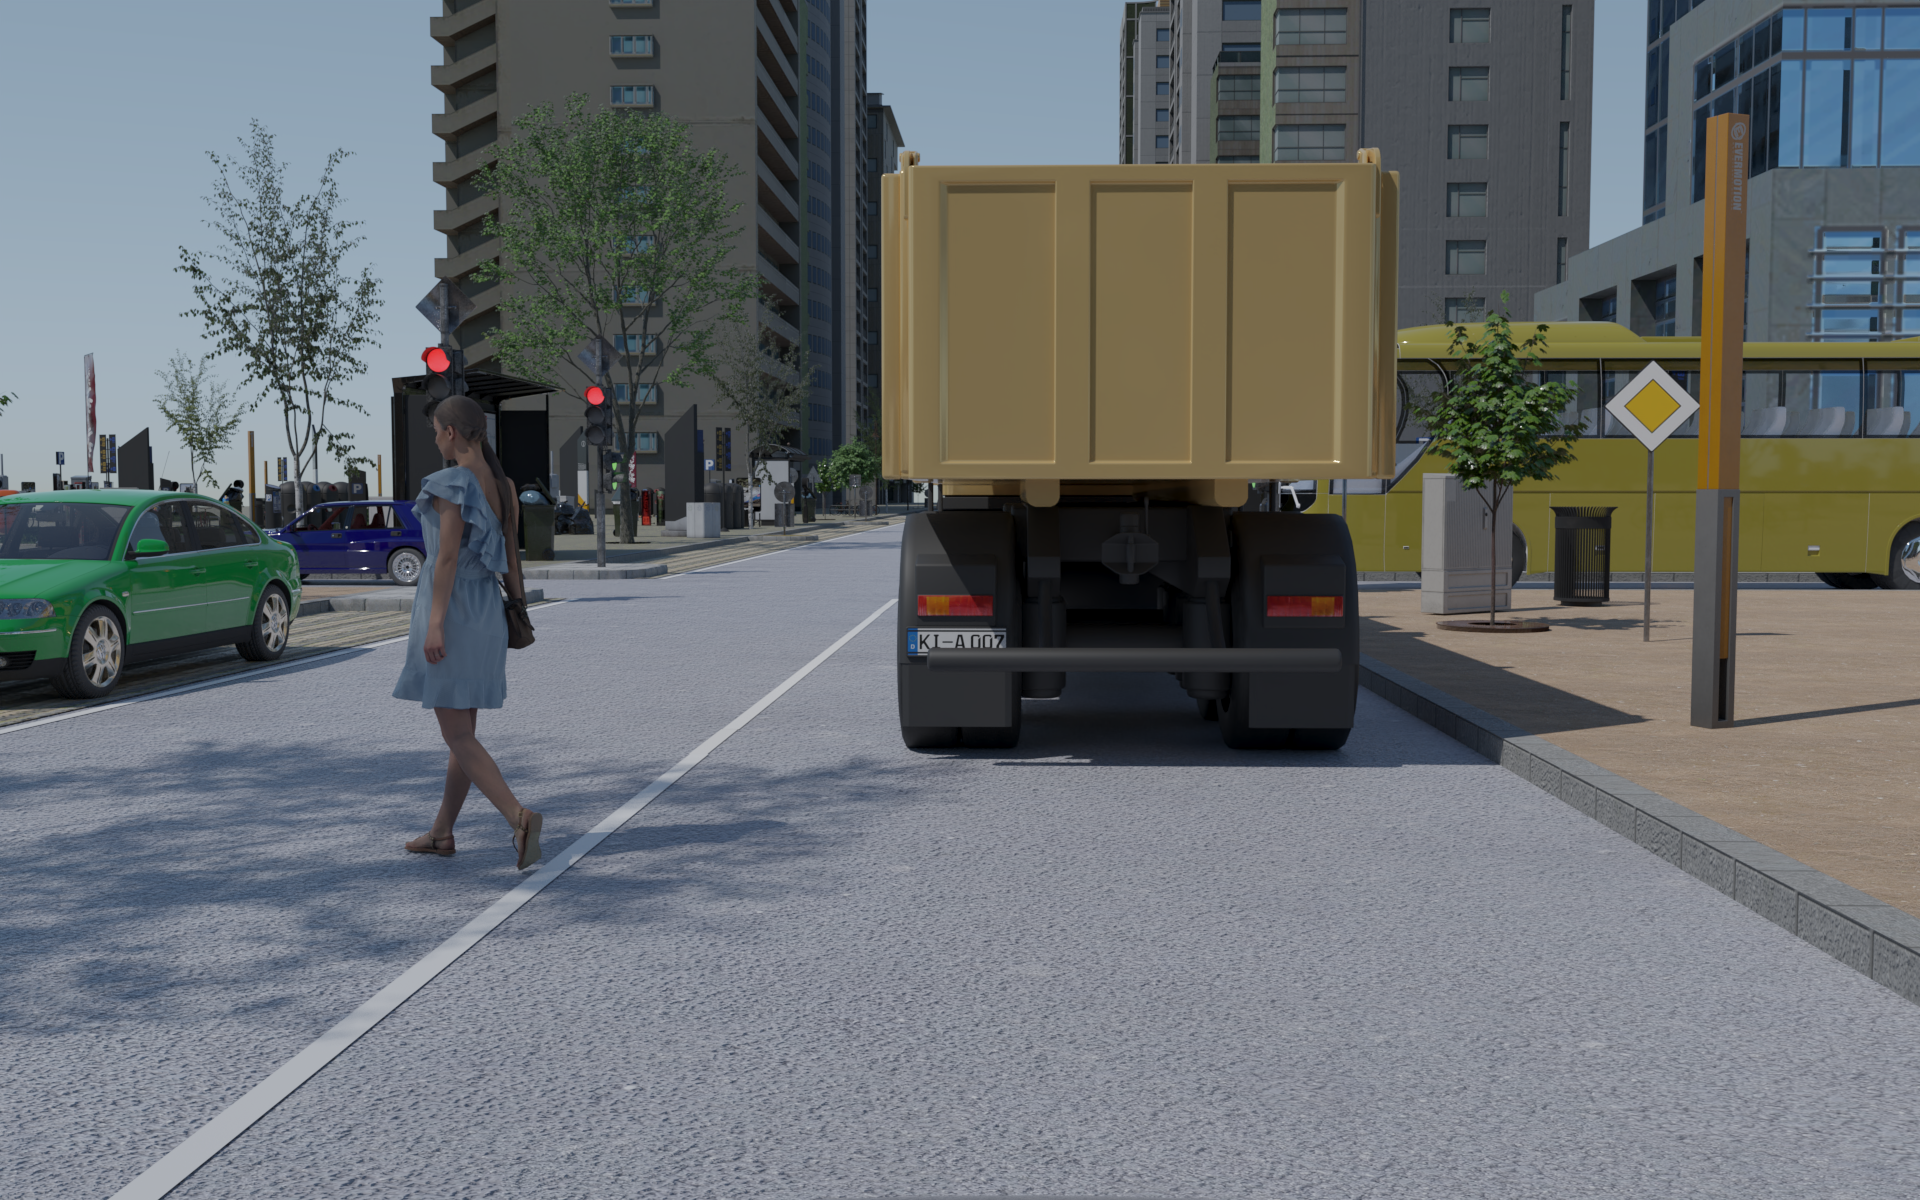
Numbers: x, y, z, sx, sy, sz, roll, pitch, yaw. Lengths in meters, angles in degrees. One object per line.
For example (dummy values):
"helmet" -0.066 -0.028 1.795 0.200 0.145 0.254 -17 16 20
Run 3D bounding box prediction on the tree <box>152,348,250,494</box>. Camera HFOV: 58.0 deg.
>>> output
"tree" -38.798 -8.432 88.221 4.737 8.622 4.395 0 3 0

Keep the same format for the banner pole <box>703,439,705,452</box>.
"banner pole" -11.895 -5.441 78.972 0.863 3.779 0.401 1 4 22

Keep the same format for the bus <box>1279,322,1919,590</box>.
"bus" 10.652 -2.062 25.262 12.252 3.916 2.896 0 4 1

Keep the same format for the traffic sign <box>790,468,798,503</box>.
"traffic sign" -8.204 -5.110 83.647 0.768 2.556 0.104 0 4 8

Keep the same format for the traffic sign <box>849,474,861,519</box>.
"traffic sign" -5.486 -5.405 90.494 0.606 2.300 0.079 1 4 9

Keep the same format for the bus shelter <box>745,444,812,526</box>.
"bus shelter" -7.519 -4.790 72.237 2.014 3.302 5.546 0 4 2

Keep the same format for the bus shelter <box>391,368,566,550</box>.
"bus shelter" -9.741 -2.708 35.553 1.731 3.624 6.357 0 4 2

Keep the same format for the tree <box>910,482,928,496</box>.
"tree" -3.663 -9.892 156.337 1.663 3.219 1.824 0 3 0

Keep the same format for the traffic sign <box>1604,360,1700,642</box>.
"traffic sign" 5.959 -0.843 14.972 0.795 2.450 0.064 1 4 10

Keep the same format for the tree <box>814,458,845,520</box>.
"tree" -6.696 -5.527 84.974 1.663 3.219 1.824 0 3 0

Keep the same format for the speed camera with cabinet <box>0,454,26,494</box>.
"speed camera with cabinet" -47.087 -5.587 85.679 0.660 3.252 2.038 0 4 6

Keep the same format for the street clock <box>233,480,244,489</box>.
"street clock" -36.193 -5.039 86.952 0.471 2.002 0.358 1 4 11

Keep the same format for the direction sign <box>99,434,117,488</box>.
"direction sign" -32.277 -4.506 65.674 0.876 3.537 0.379 2 4 26

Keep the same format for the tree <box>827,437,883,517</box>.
"tree" -5.934 -6.900 96.522 4.285 4.588 4.351 0 3 0

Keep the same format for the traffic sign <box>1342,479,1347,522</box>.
"traffic sign" 5.038 -1.258 22.706 0.606 2.300 0.079 1 4 12

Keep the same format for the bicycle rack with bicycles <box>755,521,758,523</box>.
"bicycle rack with bicycles" -10.127 -3.812 75.708 2.925 0.926 2.852 -2 4 -28

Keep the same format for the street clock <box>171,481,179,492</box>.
"street clock" -44.564 -5.732 98.285 0.358 2.002 0.471 2 4 25

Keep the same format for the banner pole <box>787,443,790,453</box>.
"banner pole" -8.418 -5.802 84.884 0.401 3.779 0.863 -1 4 -13

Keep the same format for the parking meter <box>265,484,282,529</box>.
"parking meter" -17.080 -2.122 43.100 0.372 1.533 0.369 0 3 0

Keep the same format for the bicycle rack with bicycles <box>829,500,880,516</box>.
"bicycle rack with bicycles" -6.627 -5.525 103.719 2.925 0.926 2.852 2 4 29

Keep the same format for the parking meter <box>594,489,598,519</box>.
"parking meter" -19.011 -5.050 90.974 0.372 1.533 0.369 0 3 0

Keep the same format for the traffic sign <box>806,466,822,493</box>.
"traffic sign" -6.800 -4.902 80.147 0.884 2.594 0.081 1 4 11

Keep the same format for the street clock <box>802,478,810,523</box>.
"street clock" -6.801 -4.388 76.309 0.358 2.002 0.471 1 4 9

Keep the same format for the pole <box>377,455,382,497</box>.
"pole" -29.918 -5.840 89.327 0.158 3.312 0.155 0 3 0

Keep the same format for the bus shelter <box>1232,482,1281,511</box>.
"bus shelter" 6.557 -2.801 37.083 1.731 3.624 6.357 0 4 2

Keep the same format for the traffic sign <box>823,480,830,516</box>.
"traffic sign" -7.925 -6.132 100.372 0.768 2.556 0.104 1 4 8

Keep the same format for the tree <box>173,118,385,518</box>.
"tree" -13.161 -5.127 34.184 4.360 8.622 3.978 0 3 0

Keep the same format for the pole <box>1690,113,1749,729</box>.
"pole" 4.143 -0.954 9.443 0.158 3.312 0.155 0 3 0

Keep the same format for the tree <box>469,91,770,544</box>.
"tree" -8.636 -7.265 44.542 9.928 11.665 9.643 0 3 0

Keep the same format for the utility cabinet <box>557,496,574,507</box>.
"utility cabinet" -13.078 -2.833 57.483 0.306 1.237 1.020 -2 4 -30

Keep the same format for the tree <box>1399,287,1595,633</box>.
"tree" 5.056 -1.323 16.231 1.663 3.219 1.824 0 3 0

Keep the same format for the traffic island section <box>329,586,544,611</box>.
"traffic island section" -6.639 -0.011 22.457 2.009 0.180 2.903 0 4 2

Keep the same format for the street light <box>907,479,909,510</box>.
"street light" -4.103 -9.994 136.194 0.468 5.910 1.993 0 4 2

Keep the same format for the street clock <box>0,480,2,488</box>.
"street clock" -45.941 -4.773 82.603 0.471 2.002 0.358 0 4 4

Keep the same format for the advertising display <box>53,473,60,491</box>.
"advertising display" -27.910 -2.956 53.541 0.123 1.923 0.974 -1 4 -23

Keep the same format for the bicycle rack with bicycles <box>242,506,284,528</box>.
"bicycle rack with bicycles" -21.351 -2.334 51.538 2.852 0.926 2.925 -2 4 -31

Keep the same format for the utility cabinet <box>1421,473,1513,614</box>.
"utility cabinet" 5.476 -0.610 18.646 1.173 1.500 0.318 -3 4 -37

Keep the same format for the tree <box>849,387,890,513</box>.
"tree" -5.109 -10.064 114.910 4.737 8.622 4.395 0 3 0

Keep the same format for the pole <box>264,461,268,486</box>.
"pole" -42.477 -6.863 106.053 0.158 3.312 0.155 0 3 0

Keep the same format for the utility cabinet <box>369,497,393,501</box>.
"utility cabinet" -14.776 -2.045 44.594 1.020 1.237 0.306 2 4 34

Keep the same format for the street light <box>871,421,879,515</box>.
"street light" -5.192 -8.216 107.118 0.468 5.910 1.993 0 4 2

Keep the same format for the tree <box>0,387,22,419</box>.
"tree" -9.243 -1.232 14.745 1.663 3.219 1.824 0 3 0

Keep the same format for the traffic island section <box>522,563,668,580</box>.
"traffic island section" -6.317 -0.499 30.435 2.009 0.180 2.903 0 4 2

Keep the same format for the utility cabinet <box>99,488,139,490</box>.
"utility cabinet" -28.639 -3.081 59.045 1.173 1.500 0.318 -1 4 -14

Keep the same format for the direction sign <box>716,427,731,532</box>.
"direction sign" -8.043 -4.095 58.954 0.379 3.537 0.876 2 4 26

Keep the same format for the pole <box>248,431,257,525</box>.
"pole" -22.852 -3.796 55.907 0.158 3.312 0.155 0 3 0

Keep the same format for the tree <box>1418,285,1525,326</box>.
"tree" 17.212 -6.754 60.788 4.360 8.622 3.978 0 3 0

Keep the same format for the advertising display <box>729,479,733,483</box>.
"advertising display" -9.577 -4.126 72.676 0.123 1.923 0.974 -1 4 -14

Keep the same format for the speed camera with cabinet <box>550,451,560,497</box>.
"speed camera with cabinet" -18.559 -5.267 80.453 0.660 3.252 2.038 2 4 32

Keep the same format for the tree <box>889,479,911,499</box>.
"tree" -4.618 -12.326 151.887 4.360 8.622 3.978 0 3 0

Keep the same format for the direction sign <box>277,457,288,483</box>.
"direction sign" -41.459 -6.974 106.028 0.876 3.537 0.379 2 4 31

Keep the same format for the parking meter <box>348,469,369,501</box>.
"parking meter" -12.868 -1.918 37.074 0.399 1.863 0.255 -1 4 -16

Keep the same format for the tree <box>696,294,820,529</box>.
"tree" -7.396 -6.885 62.925 4.360 8.622 3.978 0 3 0

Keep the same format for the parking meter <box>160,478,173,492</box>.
"parking meter" -28.086 -3.401 61.321 0.399 1.863 0.255 -1 4 -22
